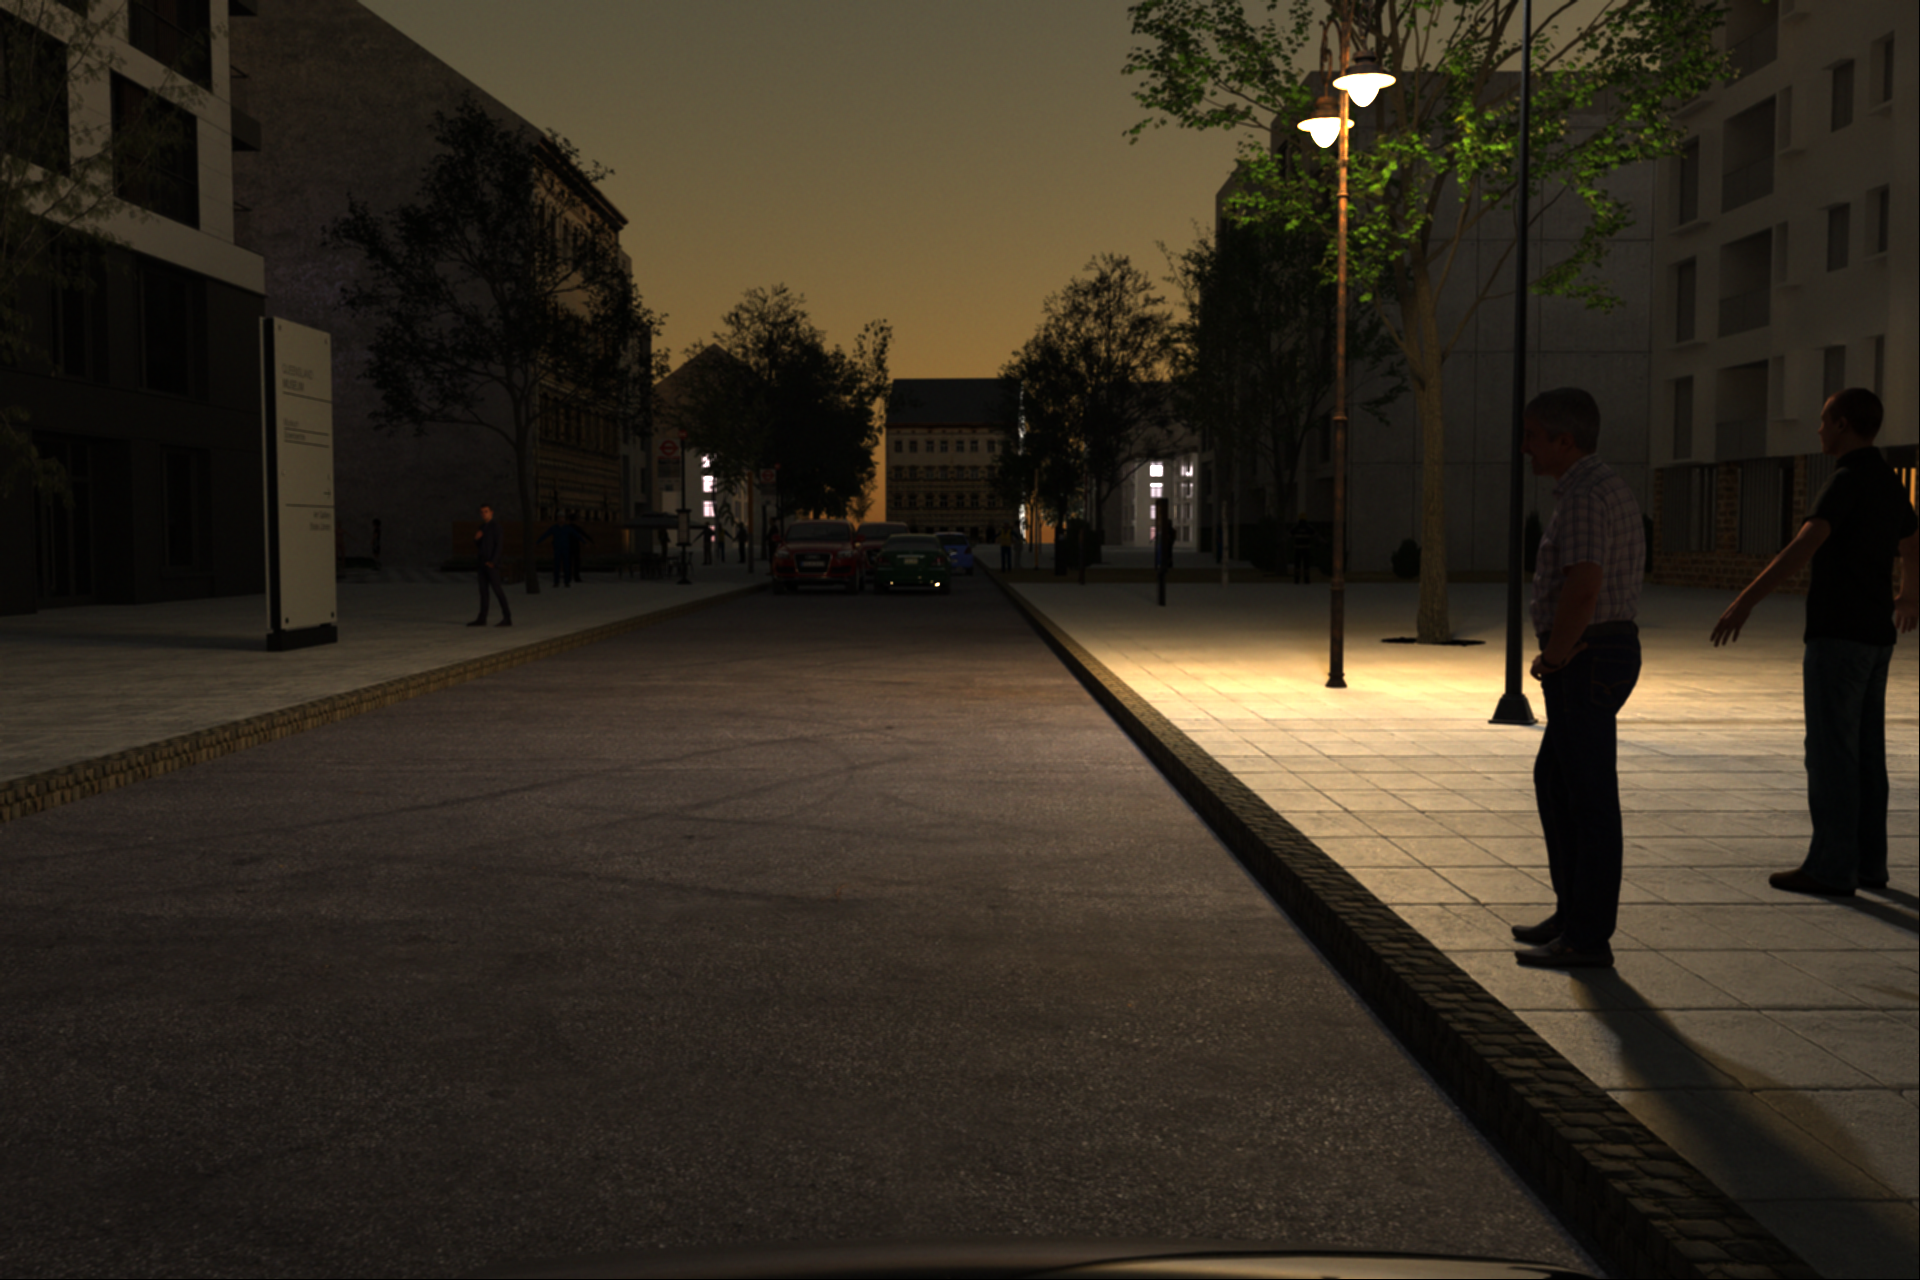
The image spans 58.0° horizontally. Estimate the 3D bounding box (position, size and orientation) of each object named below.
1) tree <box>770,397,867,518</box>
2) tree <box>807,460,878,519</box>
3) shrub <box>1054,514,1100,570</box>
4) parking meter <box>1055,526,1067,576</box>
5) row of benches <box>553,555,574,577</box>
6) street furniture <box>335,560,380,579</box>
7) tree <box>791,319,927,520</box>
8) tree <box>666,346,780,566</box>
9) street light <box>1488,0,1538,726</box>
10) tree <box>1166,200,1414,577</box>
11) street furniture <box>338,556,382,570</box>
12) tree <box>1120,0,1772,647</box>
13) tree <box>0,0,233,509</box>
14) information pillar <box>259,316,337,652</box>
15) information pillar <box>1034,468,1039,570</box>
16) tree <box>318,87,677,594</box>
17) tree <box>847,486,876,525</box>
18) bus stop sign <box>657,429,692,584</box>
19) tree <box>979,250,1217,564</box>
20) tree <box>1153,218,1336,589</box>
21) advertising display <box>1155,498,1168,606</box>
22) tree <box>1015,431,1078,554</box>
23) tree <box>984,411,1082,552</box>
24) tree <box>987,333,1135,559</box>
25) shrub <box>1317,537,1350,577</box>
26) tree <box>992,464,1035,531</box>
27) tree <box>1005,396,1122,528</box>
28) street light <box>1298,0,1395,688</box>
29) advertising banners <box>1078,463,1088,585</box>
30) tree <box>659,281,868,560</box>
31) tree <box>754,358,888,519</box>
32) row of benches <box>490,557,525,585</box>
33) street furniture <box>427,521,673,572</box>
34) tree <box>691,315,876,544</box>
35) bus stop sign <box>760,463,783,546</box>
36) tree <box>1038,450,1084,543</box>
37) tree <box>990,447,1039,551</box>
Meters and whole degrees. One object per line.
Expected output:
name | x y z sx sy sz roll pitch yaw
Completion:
tree | -10.679 -12.433 129.042 9.928 11.665 9.643 0 3 0
tree | -10.242 -12.428 137.611 8.767 10.594 7.601 1 4 16
shrub | 4.172 -3.501 61.656 1.690 2.028 1.600 0 3 0
parking meter | 3.108 -2.752 53.403 0.372 1.533 0.369 0 3 0
row of benches | -11.904 -2.242 52.126 1.422 0.672 4.104 -1 4 -14
street furniture | -21.307 -2.545 48.470 11.010 1.723 9.812 0 4 -3
tree | -8.699 -18.065 151.253 12.611 20.169 13.585 0 3 0
tree | -9.479 -7.253 68.945 4.737 8.622 4.395 0 3 0
street light | 4.303 -2.389 11.598 1.470 5.913 1.316 0 4 -1
tree | 9.908 -7.745 52.386 9.928 11.665 9.643 0 3 0
street furniture | -26.412 -2.861 62.396 10.072 0.657 5.734 0 4 2
tree | 5.392 -5.765 20.013 9.928 11.665 9.643 0 3 0
tree | -9.543 -3.977 15.380 4.360 8.622 3.978 0 3 0
information pillar | -7.462 -1.729 19.580 0.184 3.620 1.656 0 4 0
information pillar | 2.731 -4.317 61.931 0.183 3.616 0.504 0 4 -1
tree | -9.531 -6.273 36.980 7.601 10.594 8.767 0 4 0
tree | -13.946 -17.868 242.497 4.737 8.622 4.395 0 3 0
bus stop sign | -7.285 -3.397 44.250 0.855 3.939 0.416 0 4 -1
tree | 6.103 -10.036 74.459 12.009 13.543 11.850 0 3 0
tree | 6.182 -5.518 40.581 4.360 8.622 3.978 0 3 0
advertising display | 3.627 -1.589 31.187 0.123 1.923 0.974 0 4 0
tree | 5.260 -9.738 109.576 4.737 8.622 4.395 0 3 0
tree | 5.309 -11.482 122.135 7.601 10.594 8.767 -2 4 -26
tree | 5.242 -9.959 88.591 9.928 11.665 9.643 0 3 0
shrub | 11.196 -2.500 51.996 1.383 1.207 1.383 0 3 0
tree | 5.083 -12.333 152.010 4.360 8.622 3.978 0 3 0
tree | 6.025 -10.017 98.186 7.601 10.594 8.767 -2 4 -34
street light | 3.156 -2.542 14.347 0.468 5.910 1.993 0 3 0
advertising banners | 3.113 -2.917 43.889 0.090 3.025 2.074 0 3 0
tree | -9.516 -10.640 84.341 12.009 13.543 11.850 0 3 0
tree | -9.678 -12.854 116.819 9.857 13.997 8.962 0 3 0
row of benches | -11.975 -1.850 45.704 1.422 0.672 4.104 -1 4 -9
street furniture | -14.006 -3.272 60.358 11.010 1.723 9.812 0 4 6
tree | -10.212 -11.493 98.276 12.009 13.543 11.850 0 3 0
bus stop sign | -7.044 -4.659 64.870 0.855 3.939 0.416 0 4 -1
tree | 15.012 -20.389 240.010 9.857 13.997 8.962 0 3 0
tree | 4.638 -11.150 132.664 4.737 8.622 4.395 0 3 0
